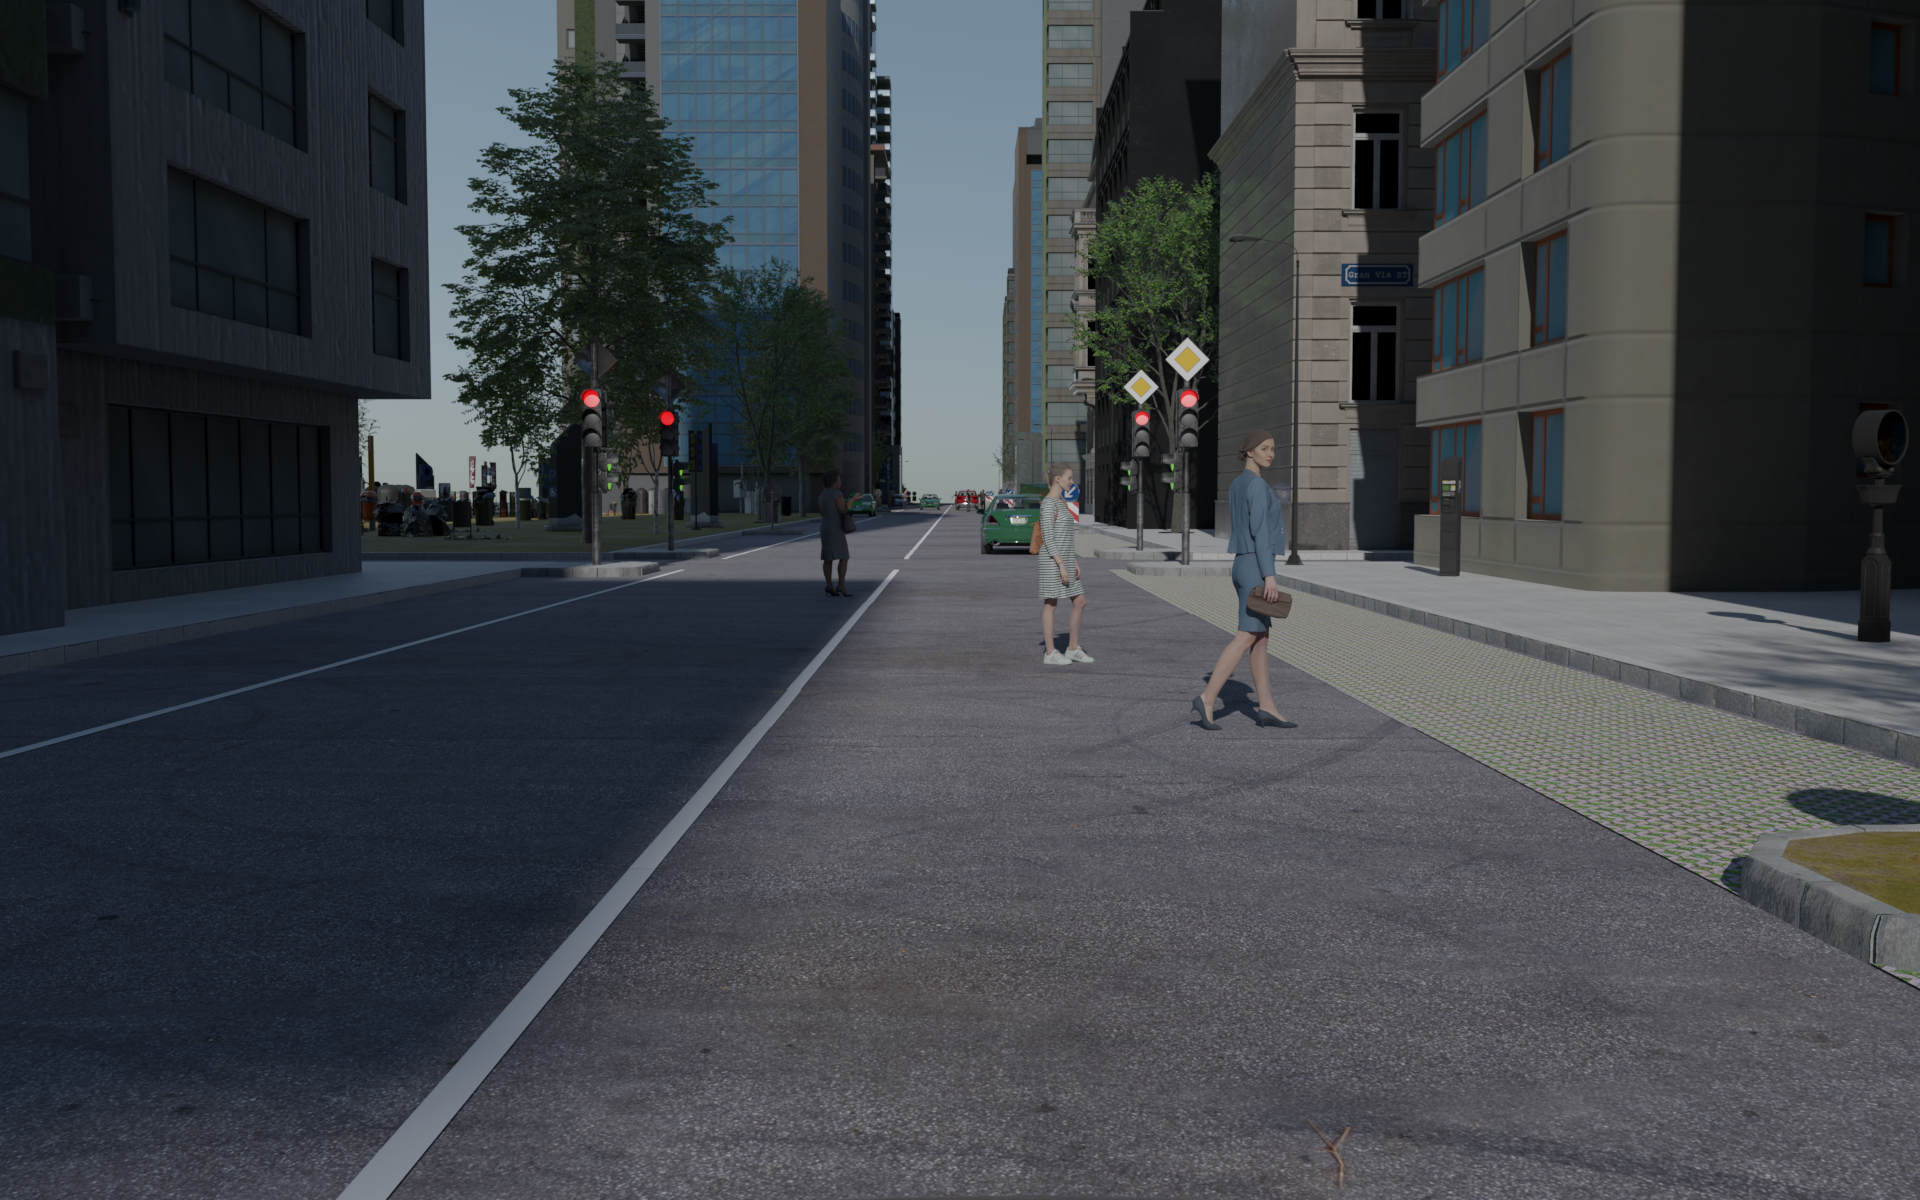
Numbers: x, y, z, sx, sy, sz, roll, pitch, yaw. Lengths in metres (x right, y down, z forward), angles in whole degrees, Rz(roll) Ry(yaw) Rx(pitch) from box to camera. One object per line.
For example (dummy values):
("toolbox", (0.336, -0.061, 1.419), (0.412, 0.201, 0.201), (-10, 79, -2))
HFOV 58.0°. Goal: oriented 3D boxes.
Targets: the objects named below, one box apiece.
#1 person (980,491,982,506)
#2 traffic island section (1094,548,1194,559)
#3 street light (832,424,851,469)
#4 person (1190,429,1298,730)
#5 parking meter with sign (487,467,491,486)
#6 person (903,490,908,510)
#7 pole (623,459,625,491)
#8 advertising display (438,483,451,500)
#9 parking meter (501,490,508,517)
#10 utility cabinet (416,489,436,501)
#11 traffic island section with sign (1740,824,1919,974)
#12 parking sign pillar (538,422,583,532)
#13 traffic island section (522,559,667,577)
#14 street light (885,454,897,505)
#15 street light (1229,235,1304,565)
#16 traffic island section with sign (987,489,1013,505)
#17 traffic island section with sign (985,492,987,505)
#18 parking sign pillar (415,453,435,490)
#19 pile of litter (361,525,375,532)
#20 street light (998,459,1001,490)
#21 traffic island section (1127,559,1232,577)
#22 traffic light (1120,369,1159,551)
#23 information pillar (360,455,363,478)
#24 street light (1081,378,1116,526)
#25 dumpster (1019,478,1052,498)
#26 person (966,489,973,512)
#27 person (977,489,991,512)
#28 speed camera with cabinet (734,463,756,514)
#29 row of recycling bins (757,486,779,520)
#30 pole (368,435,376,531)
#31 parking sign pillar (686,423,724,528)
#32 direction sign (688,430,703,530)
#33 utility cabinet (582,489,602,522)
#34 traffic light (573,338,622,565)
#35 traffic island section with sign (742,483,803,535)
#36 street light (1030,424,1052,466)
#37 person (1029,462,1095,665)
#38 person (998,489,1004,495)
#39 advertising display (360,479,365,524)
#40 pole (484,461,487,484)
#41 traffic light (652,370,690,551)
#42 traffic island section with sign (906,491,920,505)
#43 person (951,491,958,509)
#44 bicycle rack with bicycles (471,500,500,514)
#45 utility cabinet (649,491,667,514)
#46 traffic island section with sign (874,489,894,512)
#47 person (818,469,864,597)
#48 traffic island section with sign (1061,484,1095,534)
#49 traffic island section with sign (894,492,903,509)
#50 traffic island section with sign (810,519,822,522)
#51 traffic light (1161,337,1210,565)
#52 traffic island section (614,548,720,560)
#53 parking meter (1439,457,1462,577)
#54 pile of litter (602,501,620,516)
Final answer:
("person", (2.618, -12.518, 213.188), (0.705, 1.822, 1.348), (-2, 4, -32))
("traffic island section", (4.104, -1.042, 39.311), (2.009, 0.180, 2.903), (0, 3, 0))
("street light", (-7.939, -8.752, 115.636), (1.470, 5.913, 1.316), (0, 3, 0))
("person", (1.740, -0.124, 10.546), (0.654, 1.822, 0.581), (1, 4, 9))
("parking meter with sign", (-30.747, -7.126, 112.769), (0.543, 3.016, 1.738), (-2, 4, -27))
("person", (-4.785, -8.959, 155.508), (0.750, 1.759, 0.617), (3, 5, 44))
("pole", (-19.631, -6.568, 101.234), (0.158, 3.312, 0.155), (0, 3, 0))
("advertising display", (-29.800, -5.808, 100.175), (0.123, 1.923, 0.974), (1, 4, 21))
("parking meter", (-25.499, -5.417, 96.974), (0.372, 1.533, 0.369), (0, 3, 0))
("utility cabinet", (-25.563, -4.544, 82.970), (0.318, 1.500, 1.173), (1, 4, 20))
("traffic island section with sign", (3.759, 0.182, 5.657), (1.989, 1.847, 2.006), (0, 3, 0))
("parking sign pillar", (-13.647, -4.366, 59.854), (1.447, 3.967, 1.447), (2, 4, 28))
("traffic island section", (-6.592, -0.554, 31.337), (2.009, 0.180, 2.903), (0, 3, 0))
("street light", (-7.954, -13.837, 198.780), (1.470, 5.913, 1.316), (0, 3, 0))
("street light", (5.513, -3.588, 31.198), (1.470, 5.913, 1.316), (0, 3, 0))
("traffic island section with sign", (3.854, -9.645, 166.322), (1.989, 1.847, 2.006), (0, 3, 0))
("traffic island section with sign", (3.897, -13.045, 221.913), (1.989, 1.847, 2.006), (0, 3, 0))
("parking sign pillar", (-35.149, -7.668, 113.845), (1.447, 3.967, 1.447), (2, 4, 24))
("pile of litter", (-20.544, -2.722, 58.467), (1.719, 0.858, 1.176), (2, 4, 34))
("street light", (5.657, -15.746, 229.987), (1.470, 5.913, 1.316), (0, 3, 0))
("traffic island section", (4.100, -0.553, 31.326), (2.009, 0.180, 2.903), (0, 3, 0))
("traffic light", (4.064, -3.075, 39.197), (0.839, 4.253, 0.868), (0, 3, 0))
("information pillar", (-35.970, -6.869, 103.665), (0.183, 3.616, 0.504), (3, 4, 37))
("street light", (5.540, -5.916, 69.270), (1.470, 5.913, 1.316), (0, 3, 0))
("dumpster", (3.962, -4.999, 86.680), (1.985, 2.255, 1.502), (0, 4, 0))
("person", (0.706, -7.776, 135.644), (0.705, 1.822, 1.348), (1, 4, 16))
("person", (1.906, -8.068, 140.544), (1.348, 1.807, 0.705), (2, 4, 28))
("speed camera with cabinet", (-13.659, -7.145, 111.163), (0.660, 3.252, 2.038), (2, 4, 34))
("row of recycling bins", (-9.553, -4.809, 85.736), (1.069, 1.692, 3.534), (-1, 4, -11))
("pole", (-20.484, -4.064, 60.288), (0.158, 3.312, 0.155), (0, 3, 0))
("parking sign pillar", (-9.807, -4.767, 66.411), (1.447, 3.967, 1.447), (-3, 5, -42))
("direction sign", (-9.420, -4.266, 61.739), (0.379, 3.537, 0.876), (2, 4, 24))
("utility cabinet", (-16.556, -4.190, 77.188), (1.173, 1.500, 0.318), (0, 4, -7))
("traffic light", (-6.552, -2.586, 31.202), (0.839, 4.253, 0.868), (0, 3, 0))
("traffic island section with sign", (-6.578, -3.201, 60.966), (1.989, 1.847, 2.006), (0, 3, 0))
("street light", (5.503, -8.673, 114.342), (1.470, 5.913, 1.316), (0, 3, 0))
("person", (0.830, -0.312, 14.598), (0.522, 1.701, 0.512), (1, 4, 20))
("person", (2.863, -6.854, 120.699), (1.348, 1.807, 0.705), (-2, 4, -25))
("advertising display", (-25.464, -4.190, 73.723), (0.123, 1.923, 0.974), (-1, 4, -9))
("pole", (-29.468, -6.958, 107.611), (0.158, 3.312, 0.155), (0, 3, 0))
("traffic light", (-6.547, -3.074, 39.187), (0.839, 4.253, 0.868), (0, 3, 0))
("traffic island section with sign", (-6.482, -12.992, 221.048), (1.989, 1.847, 2.006), (0, 3, 0))
("person", (-0.302, -9.709, 168.026), (1.217, 1.735, 0.721), (2, 4, 25))
("bicycle rack with bicycles", (-29.870, -5.860, 109.190), (2.925, 0.926, 2.852), (-2, 4, -31))
("utility cabinet", (-19.092, -6.165, 109.477), (1.173, 1.500, 0.318), (-3, 5, -43))
("traffic island section with sign", (-6.536, -7.977, 139.051), (1.989, 1.847, 2.006), (0, 3, 0))
("person", (-1.644, -0.941, 24.241), (0.532, 1.782, 0.716), (-3, 4, -39))
("traffic island section with sign", (3.794, -3.274, 62.155), (1.989, 1.847, 2.006), (0, 3, 0))
("traffic island section with sign", (-6.516, -9.646, 166.338), (1.989, 1.847, 2.006), (0, 3, 0))
("traffic island section with sign", (-6.560, -4.871, 88.275), (1.989, 1.847, 2.006), (0, 3, 0))
("traffic light", (4.060, -2.587, 31.212), (0.839, 4.253, 0.868), (0, 3, 0))
("traffic island section", (-6.587, -1.042, 39.322), (2.009, 0.180, 2.903), (0, 3, 0))
("parking meter", (7.656, -1.303, 27.021), (0.255, 1.863, 0.399), (2, 4, 27))
("pile of litter", (-20.974, -5.491, 103.742), (1.176, 0.858, 1.719), (-2, 4, -26))
